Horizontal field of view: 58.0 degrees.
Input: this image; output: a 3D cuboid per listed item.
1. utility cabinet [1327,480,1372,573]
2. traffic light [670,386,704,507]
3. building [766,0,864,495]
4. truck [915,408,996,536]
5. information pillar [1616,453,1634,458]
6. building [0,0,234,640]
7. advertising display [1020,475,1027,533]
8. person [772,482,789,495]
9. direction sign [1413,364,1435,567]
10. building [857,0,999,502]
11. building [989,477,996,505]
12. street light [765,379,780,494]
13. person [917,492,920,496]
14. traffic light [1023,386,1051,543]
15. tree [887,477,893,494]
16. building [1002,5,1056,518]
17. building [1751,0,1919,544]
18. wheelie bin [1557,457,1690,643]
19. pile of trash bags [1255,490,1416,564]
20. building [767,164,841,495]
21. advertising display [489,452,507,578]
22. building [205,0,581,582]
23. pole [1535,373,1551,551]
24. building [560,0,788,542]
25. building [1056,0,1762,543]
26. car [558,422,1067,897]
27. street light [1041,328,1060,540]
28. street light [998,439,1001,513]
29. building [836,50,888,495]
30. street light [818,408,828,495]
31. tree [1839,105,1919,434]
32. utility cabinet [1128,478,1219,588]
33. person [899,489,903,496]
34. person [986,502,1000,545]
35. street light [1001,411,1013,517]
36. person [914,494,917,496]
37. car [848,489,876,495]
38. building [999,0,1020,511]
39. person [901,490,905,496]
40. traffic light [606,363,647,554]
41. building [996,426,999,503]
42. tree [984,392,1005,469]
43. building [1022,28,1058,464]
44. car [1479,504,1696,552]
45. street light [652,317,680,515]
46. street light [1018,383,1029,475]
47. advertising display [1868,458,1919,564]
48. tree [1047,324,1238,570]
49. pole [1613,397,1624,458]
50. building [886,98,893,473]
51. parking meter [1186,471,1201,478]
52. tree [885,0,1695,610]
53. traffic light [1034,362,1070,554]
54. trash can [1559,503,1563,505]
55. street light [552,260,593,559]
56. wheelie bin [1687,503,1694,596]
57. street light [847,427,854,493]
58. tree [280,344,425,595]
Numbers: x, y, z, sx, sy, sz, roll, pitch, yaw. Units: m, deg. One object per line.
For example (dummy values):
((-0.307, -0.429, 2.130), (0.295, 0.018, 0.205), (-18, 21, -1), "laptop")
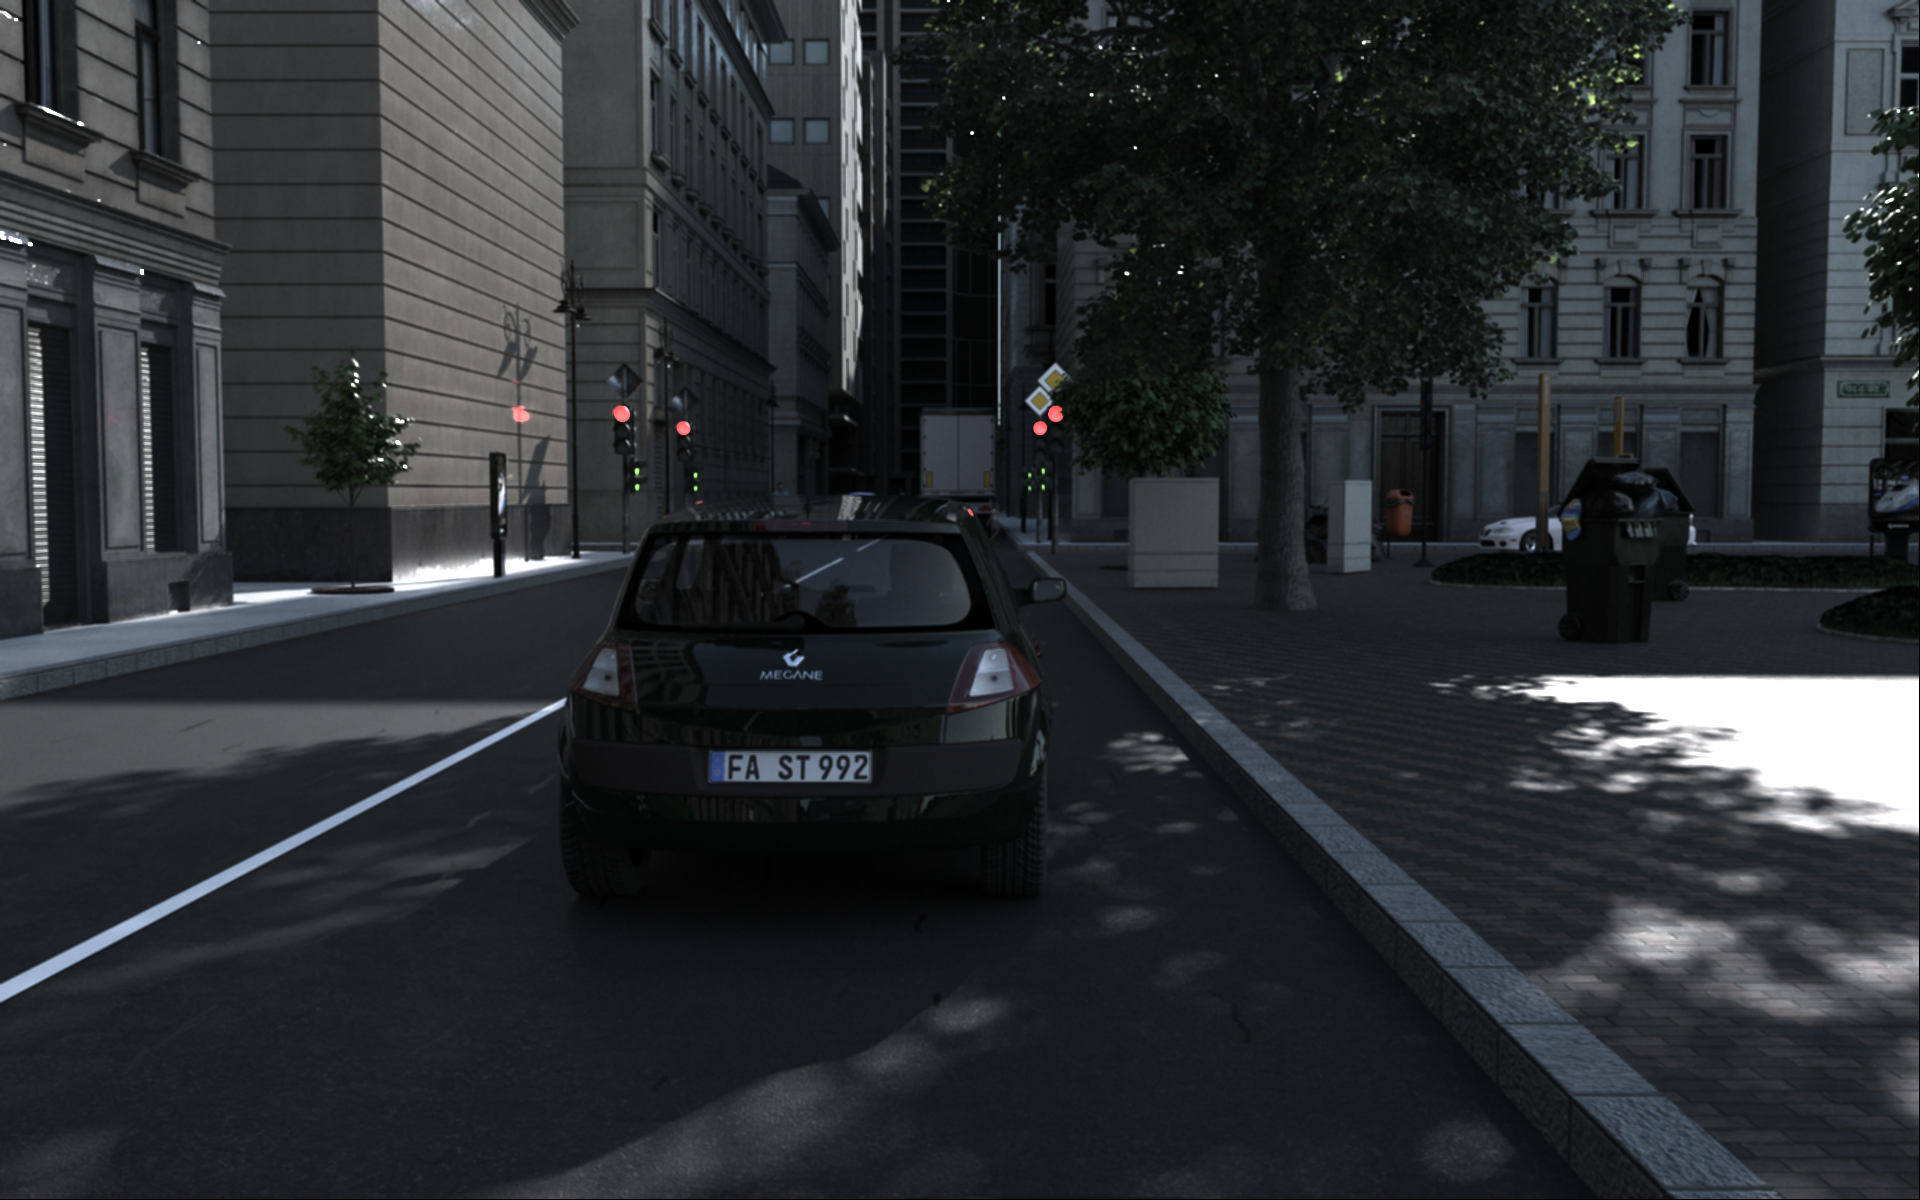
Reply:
((6.322, -1.191, 28.151), (0.318, 1.500, 1.173), (2, 4, 34), "utility cabinet")
((-7.112, -3.432, 45.026), (0.839, 4.253, 0.868), (0, 4, 0), "traffic light")
((-21.570, -33.269, 133.184), (28.713, 52.752, 27.495), (0, 4, 0), "building")
((-0.204, -4.475, 62.084), (2.839, 4.237, 11.283), (0, 4, -1), "truck")
((11.983, -1.639, 31.286), (0.304, 2.012, 0.304), (1, 4, 21), "information pillar")
((-13.125, -9.869, 10.513), (9.793, 20.994, 18.267), (0, 4, 0), "building")
((2.112, -3.205, 57.607), (0.123, 1.923, 0.974), (0, 4, -4), "advertising display")
((-5.721, -2.876, 55.544), (0.660, 1.820, 0.620), (-1, 4, -21), "person")
((8.219, -2.361, 30.592), (0.379, 3.537, 0.876), (0, 4, 4), "direction sign")
((-5.477, -47.332, 212.131), (20.611, 71.187, 20.563), (0, 4, 0), "building")
((19.270, -30.077, 183.638), (32.217, 40.220, 23.993), (0, 4, 0), "building")
((-7.511, -5.910, 69.413), (0.468, 5.910, 1.993), (0, 4, 0), "street light")
((-4.696, -11.457, 196.735), (0.541, 1.710, 0.530), (-2, 4, -34), "person")
((2.050, -3.430, 45.005), (0.839, 4.253, 0.868), (0, 4, 0), "traffic light")
((-7.004, -10.503, 166.319), (1.663, 3.219, 1.824), (0, 3, 0), "tree")
((8.439, -20.024, 104.878), (11.434, 29.767, 29.804), (0, 4, 0), "building")
((43.774, -16.846, 51.841), (44.131, 29.872, 17.030), (0, 4, 0), "building")
((5.711, -0.441, 15.126), (0.980, 1.594, 0.693), (-2, 4, -30), "wheelie bin")
((7.443, -1.439, 33.277), (3.447, 1.369, 1.912), (-2, 4, -34), "pile of trash bags")
((-13.226, -14.932, 95.055), (10.553, 20.767, 40.483), (0, 4, 0), "building")
((-7.176, -1.329, 26.946), (0.123, 1.923, 0.974), (0, 4, -7), "advertising display")
((-20.341, -14.245, 30.164), (25.104, 27.353, 12.463), (0, 4, 0), "building")
((9.900, -2.175, 29.405), (0.158, 3.312, 0.155), (0, 3, 0), "pole")
((-15.464, -13.837, 59.515), (16.112, 22.955, 30.059), (0, 4, 0), "building")
((11.822, -12.244, 49.344), (18.267, 20.994, 9.793), (0, 4, 0), "building")
((-0.515, 0.136, 7.560), (2.009, 1.686, 4.222), (0, 4, 1), "car")
((2.527, -4.628, 48.449), (0.468, 5.910, 1.993), (0, 4, 0), "street light")
((2.849, -8.991, 119.795), (0.468, 5.910, 1.993), (0, 4, 0), "street light")
((-13.898, -28.835, 155.043), (14.154, 41.232, 14.086), (0, 4, 0), "building")
((-7.366, -7.364, 93.188), (0.468, 5.910, 1.993), (0, 4, 0), "street light")
((7.443, -1.677, 11.135), (4.285, 4.588, 4.351), (0, 3, 0), "tree")
((2.892, -0.906, 23.484), (1.173, 1.500, 0.318), (0, 4, -8), "utility cabinet")
((-4.349, -7.184, 126.040), (0.705, 1.814, 1.350), (-1, 4, -20), "person")
((0.939, -2.159, 48.807), (0.382, 1.210, 0.505), (0, 4, 5), "person")
((2.679, -7.536, 96.000), (0.468, 5.910, 1.993), (0, 4, 0), "street light")
((-4.967, -10.873, 189.463), (0.799, 1.438, 0.628), (1, 4, 21), "person")
((-4.189, -3.937, 73.963), (1.945, 1.707, 3.694), (0, 4, 2), "car")
((10.052, -27.529, 133.699), (14.154, 41.232, 14.086), (0, 4, 0), "building")
((-5.455, -9.354, 161.306), (0.599, 1.838, 0.709), (3, 4, 36), "person")
((-7.144, -2.943, 37.041), (0.839, 4.253, 0.868), (0, 4, 0), "traffic light")
((14.732, -51.506, 154.798), (22.319, 86.520, 31.000), (0, 4, 0), "building")
((3.653, -10.607, 123.780), (4.360, 8.622, 3.978), (0, 3, 0), "tree")
((9.902, -15.519, 72.823), (14.460, 24.649, 34.723), (0, 4, 0), "building")
((14.506, -1.700, 40.155), (4.827, 1.381, 2.083), (0, 4, -1), "car")
((-7.662, -4.434, 45.277), (0.468, 5.910, 1.993), (0, 4, 0), "street light")
((2.636, -6.082, 72.224), (0.468, 5.910, 1.993), (0, 4, 0), "street light")
((16.793, -1.578, 31.019), (0.974, 1.923, 0.123), (0, 4, 4), "advertising display")
((3.127, -2.818, 29.786), (4.285, 4.588, 4.351), (0, 3, 0), "tree")
((13.798, -2.599, 36.336), (0.158, 3.312, 0.155), (0, 3, 0), "pole")
((-22.654, -34.527, 184.131), (30.456, 49.044, 23.786), (0, 4, 0), "building")
((5.975, -2.363, 44.344), (0.255, 1.863, 0.399), (2, 4, 33), "parking meter")
((3.615, -6.865, 18.897), (9.857, 13.997, 8.962), (0, 3, 0), "tree")
((2.017, -2.942, 37.020), (0.839, 4.253, 0.868), (0, 4, 0), "traffic light")
((10.211, -1.027, 28.443), (0.748, 1.137, 0.748), (0, 3, 0), "trash can")
((-7.651, -3.766, 34.362), (0.468, 5.910, 1.993), (0, 4, 0), "street light")
((8.423, -0.799, 20.973), (0.693, 1.594, 0.980), (0, 4, -3), "wheelie bin")
((-7.368, -8.818, 116.963), (0.468, 5.910, 1.993), (0, 4, 0), "street light")
((-7.860, -1.700, 22.400), (1.663, 3.219, 1.824), (0, 3, 0), "tree")
